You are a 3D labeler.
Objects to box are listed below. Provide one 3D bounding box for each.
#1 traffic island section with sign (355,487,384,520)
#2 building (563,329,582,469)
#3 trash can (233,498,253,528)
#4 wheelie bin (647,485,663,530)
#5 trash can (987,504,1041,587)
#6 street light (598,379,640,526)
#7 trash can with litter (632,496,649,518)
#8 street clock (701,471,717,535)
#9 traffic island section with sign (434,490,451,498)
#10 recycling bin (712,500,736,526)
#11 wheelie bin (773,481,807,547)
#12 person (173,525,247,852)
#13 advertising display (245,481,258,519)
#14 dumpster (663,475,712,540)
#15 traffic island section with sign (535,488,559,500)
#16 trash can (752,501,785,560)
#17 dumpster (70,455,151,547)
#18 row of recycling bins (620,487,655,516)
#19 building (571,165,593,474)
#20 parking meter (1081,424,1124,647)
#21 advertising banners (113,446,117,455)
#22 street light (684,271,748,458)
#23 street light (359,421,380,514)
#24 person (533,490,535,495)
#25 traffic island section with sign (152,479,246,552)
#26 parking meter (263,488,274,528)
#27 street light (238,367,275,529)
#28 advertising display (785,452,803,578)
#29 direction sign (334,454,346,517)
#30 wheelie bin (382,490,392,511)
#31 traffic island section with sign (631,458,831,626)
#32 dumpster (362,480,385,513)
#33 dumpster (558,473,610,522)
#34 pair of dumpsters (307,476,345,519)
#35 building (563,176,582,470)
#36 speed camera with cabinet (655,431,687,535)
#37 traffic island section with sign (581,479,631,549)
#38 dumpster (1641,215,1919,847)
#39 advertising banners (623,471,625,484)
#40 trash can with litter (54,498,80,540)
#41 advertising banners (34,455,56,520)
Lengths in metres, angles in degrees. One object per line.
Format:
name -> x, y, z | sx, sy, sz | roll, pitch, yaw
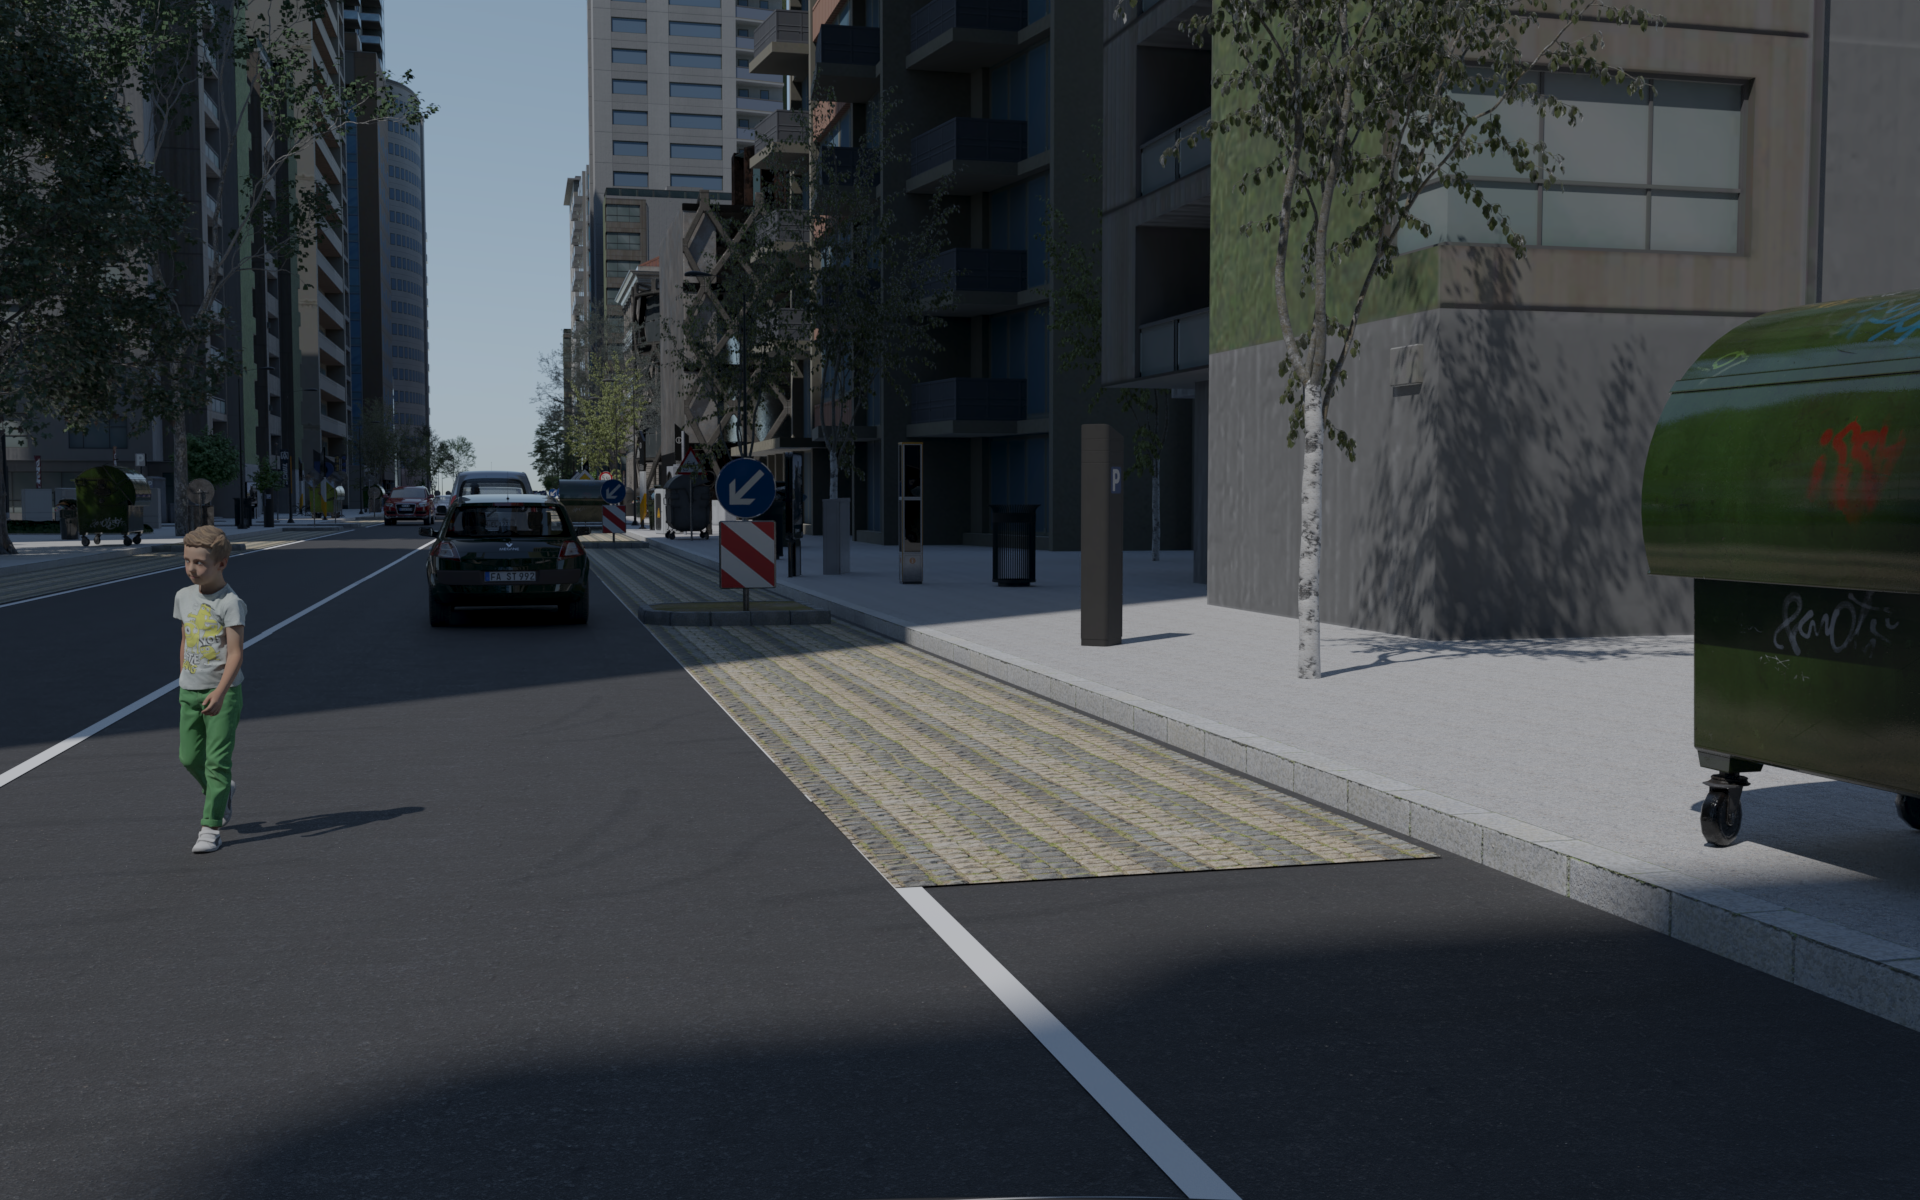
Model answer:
traffic island section with sign -> -32.597, -5.376, 96.531 | 1.989, 1.847, 2.006 | -1, 4, -14
building -> -61.820, -32.400, 301.437 | 14.160, 30.474, 14.107 | -1, 4, -14
trash can -> -27.123, -3.295, 65.528 | 0.748, 1.137, 0.748 | 0, 3, 0
wheelie bin -> -10.740, -3.287, 61.645 | 0.693, 1.594, 0.980 | -2, 4, -32
trash can -> 0.752, -0.761, 24.091 | 0.748, 1.137, 0.748 | 0, 3, 0
street light -> -13.734, -5.968, 70.119 | 1.470, 5.913, 1.316 | -1, 4, -14
trash can with litter -> -17.179, -5.025, 93.551 | 0.624, 1.170, 1.055 | 1, 4, 19
street clock -> -7.872, -3.040, 54.271 | 0.471, 2.002, 0.358 | 0, 4, 2
traffic island section with sign -> -51.762, -9.978, 171.774 | 1.989, 1.847, 2.006 | -1, 4, -14
recycling bin -> -9.649, -3.566, 70.866 | 0.722, 1.027, 0.722 | 2, 4, 35
wheelie bin -> -4.200, -2.087, 42.030 | 0.980, 1.594, 0.693 | 0, 4, 1
person -> -3.075, 0.344, 7.131 | 0.306, 1.304, 0.590 | 0, 4, -8
advertising display -> -36.370, -5.118, 88.894 | 0.123, 1.923, 0.974 | 1, 4, 8
dumpster -> -7.740, -2.661, 49.262 | 1.264, 1.857, 1.865 | -1, 4, -14
traffic island section with sign -> -29.750, -7.189, 126.162 | 1.989, 1.847, 2.006 | -1, 4, -14
trash can -> -3.772, -1.364, 33.952 | 0.748, 1.137, 0.748 | 0, 3, 0
dumpster -> -21.157, -2.488, 43.171 | 1.502, 2.255, 1.985 | -1, 4, -14
row of recycling bins -> -18.930, -5.731, 100.814 | 3.534, 1.692, 1.069 | -3, 4, -37
building -> -45.226, -38.790, 253.817 | 23.786, 49.044, 30.456 | -1, 4, -14
parking meter -> 1.208, -0.550, 14.697 | 0.255, 1.863, 0.399 | 2, 4, 27
advertising banners -> -30.630, -4.054, 62.471 | 0.090, 3.025, 2.074 | -1, 4, -13
street light -> -5.049, -3.900, 36.312 | 1.470, 5.913, 1.316 | -1, 4, -14
street light -> -37.631, -8.427, 110.326 | 1.470, 5.913, 1.316 | -1, 4, -14
person -> -45.249, -10.716, 183.699 | 0.705, 1.826, 1.348 | 2, 4, 26
traffic island section with sign -> -19.148, -2.142, 43.648 | 1.989, 1.847, 2.006 | -1, 4, -14
parking meter -> -26.580, -3.558, 66.577 | 0.372, 1.533, 0.369 | 0, 3, 0
street light -> -25.701, -5.548, 63.251 | 1.470, 5.913, 1.316 | -1, 4, -14
advertising display -> -2.582, -1.332, 26.994 | 0.123, 1.923, 0.974 | 0, 4, 4
direction sign -> -35.252, -6.521, 98.614 | 0.876, 3.537, 0.379 | 2, 4, 27
wheelie bin -> -43.366, -7.553, 131.396 | 0.980, 1.594, 0.693 | -2, 4, -27
traffic island section with sign -> -2.620, -0.672, 19.615 | 1.989, 1.847, 2.006 | -1, 4, -14
dumpster -> -40.864, -7.220, 120.542 | 1.502, 2.255, 1.985 | -1, 4, -14
dumpster -> -14.672, -3.835, 67.652 | 1.985, 2.255, 1.502 | -1, 4, -13
pair of dumpsters -> -33.389, -5.424, 91.182 | 1.574, 2.255, 4.437 | -1, 4, -14
building -> -49.315, -42.402, 282.507 | 28.713, 52.752, 27.495 | -1, 4, -14
speed camera with cabinet -> -9.150, -3.708, 54.960 | 0.660, 3.252, 2.038 | -2, 4, -26
traffic island section with sign -> -9.378, -2.296, 46.160 | 1.989, 1.847, 2.006 | -1, 4, -14
dumpster -> 3.452, -0.191, 5.619 | 1.502, 2.255, 1.985 | -1, 4, -14
advertising banners -> -25.336, -8.163, 129.657 | 0.090, 3.025, 2.074 | 0, 4, 3
trash can with litter -> -25.132, -2.289, 48.815 | 0.624, 1.170, 1.055 | -1, 4, -22
advertising banners -> -41.556, -5.060, 78.918 | 0.090, 3.025, 2.074 | 0, 4, 3
